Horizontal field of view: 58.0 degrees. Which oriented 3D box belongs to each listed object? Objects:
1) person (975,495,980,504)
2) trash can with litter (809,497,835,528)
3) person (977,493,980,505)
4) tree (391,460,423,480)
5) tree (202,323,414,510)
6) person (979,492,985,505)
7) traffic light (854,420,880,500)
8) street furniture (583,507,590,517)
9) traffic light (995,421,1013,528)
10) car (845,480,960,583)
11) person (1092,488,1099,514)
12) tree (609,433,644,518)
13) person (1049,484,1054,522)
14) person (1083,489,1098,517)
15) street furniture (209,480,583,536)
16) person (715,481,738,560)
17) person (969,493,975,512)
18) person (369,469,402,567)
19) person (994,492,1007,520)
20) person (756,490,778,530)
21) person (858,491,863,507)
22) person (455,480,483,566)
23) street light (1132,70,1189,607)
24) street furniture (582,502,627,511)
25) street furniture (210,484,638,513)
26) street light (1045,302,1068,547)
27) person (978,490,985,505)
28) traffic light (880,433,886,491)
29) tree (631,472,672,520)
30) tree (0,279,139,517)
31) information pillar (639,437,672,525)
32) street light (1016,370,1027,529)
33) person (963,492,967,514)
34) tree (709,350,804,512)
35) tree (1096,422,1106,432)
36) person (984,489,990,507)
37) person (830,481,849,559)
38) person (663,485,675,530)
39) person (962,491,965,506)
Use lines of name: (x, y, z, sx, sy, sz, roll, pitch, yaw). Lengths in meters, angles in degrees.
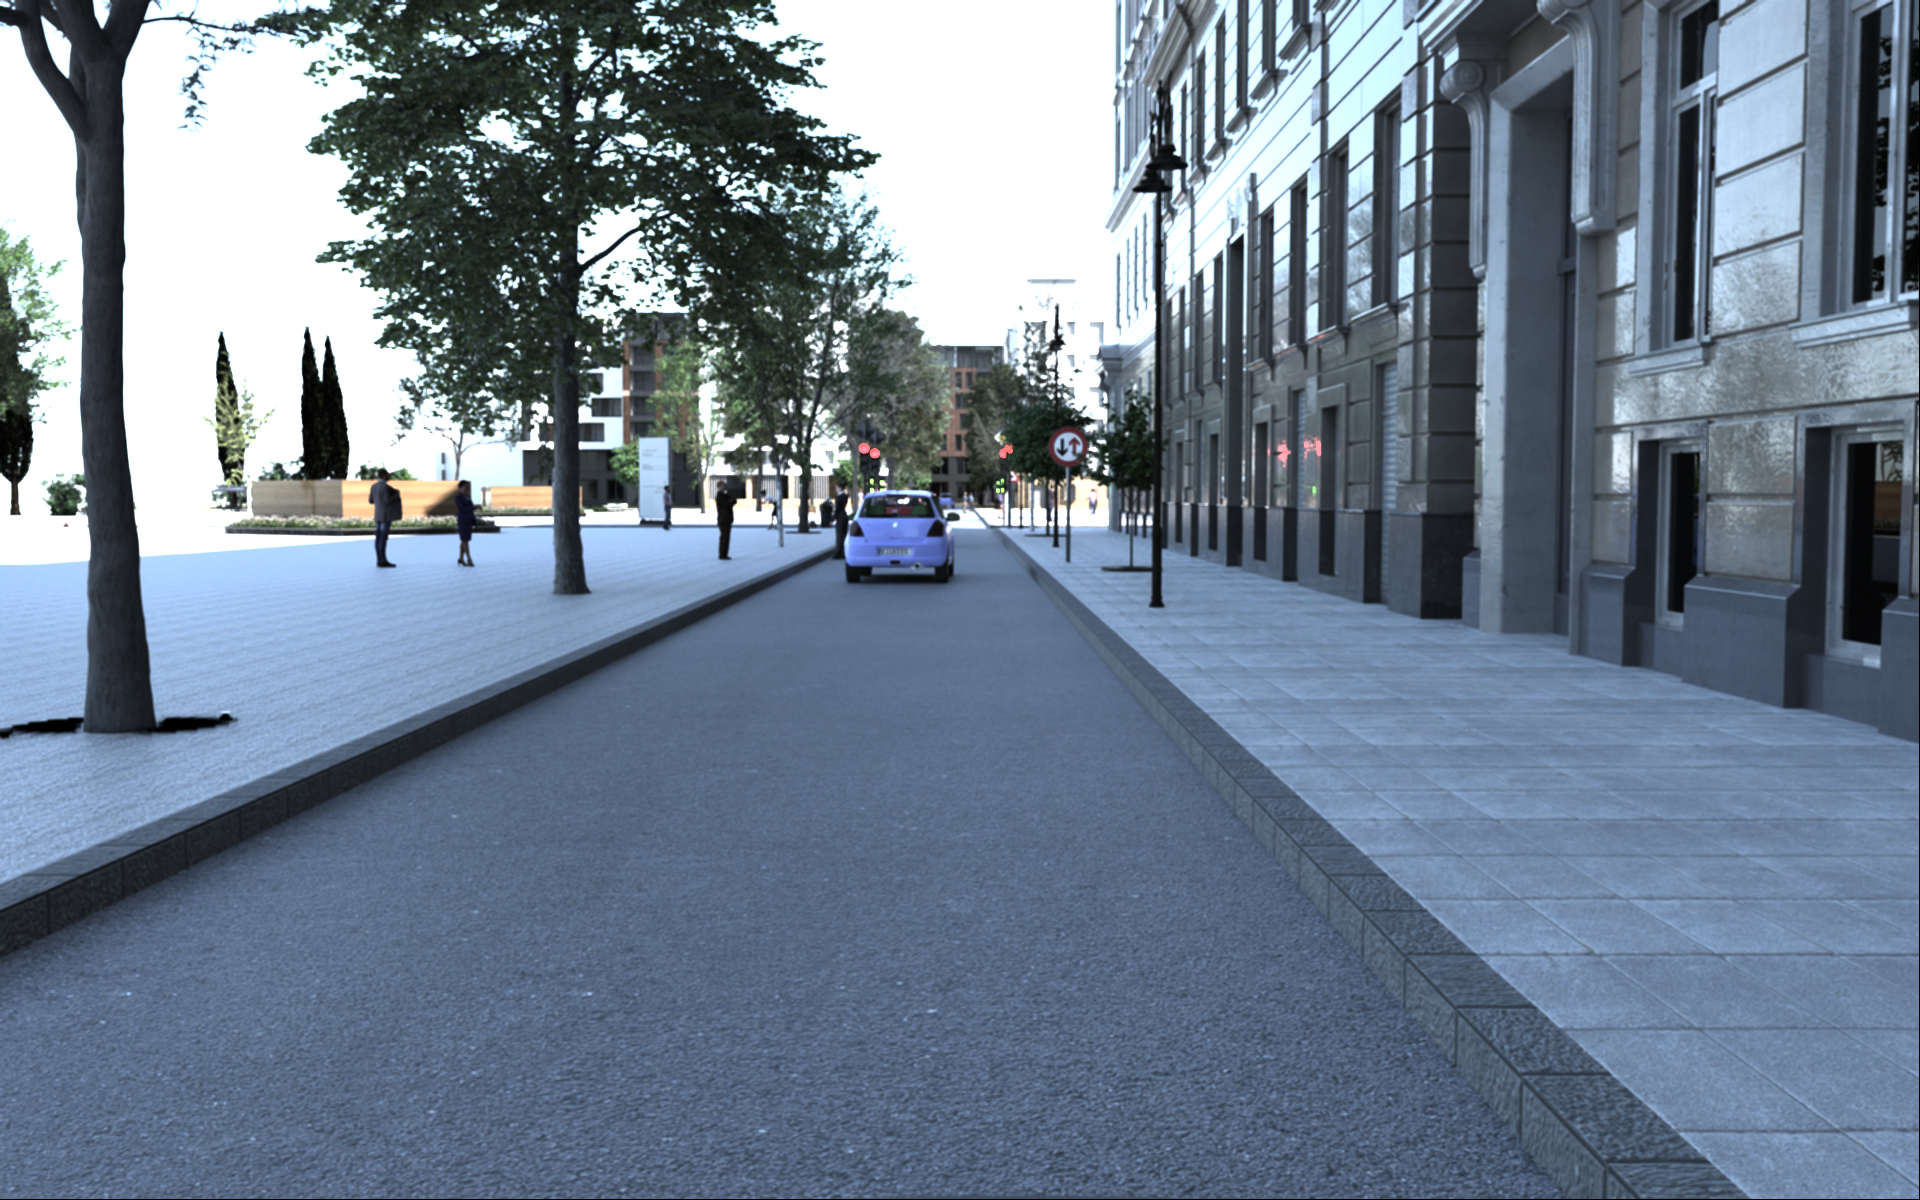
person: (2.398, -12.861, 216.400, 0.705, 1.814, 1.350, 3, 4, 38)
trash can with litter: (-5.268, -3.301, 65.361, 1.055, 1.170, 0.624, -1, 4, -14)
person: (2.343, -12.473, 210.888, 0.541, 1.710, 0.530, 1, 4, 11)
tree: (-31.590, -6.349, 98.408, 1.663, 3.219, 1.824, 0, 3, 0)
tree: (-54.155, -14.613, 140.744, 18.604, 14.587, 13.155, 0, 4, 4)
person: (2.771, -12.429, 209.264, 0.705, 1.824, 1.348, -3, 5, -44)
traffic light: (-3.533, -4.608, 64.590, 0.839, 4.213, 0.868, 0, 3, 0)
street furniture: (-25.903, -5.638, 99.030, 9.812, 1.723, 11.010, -1, 4, -22)
traffic light: (1.828, -4.609, 64.605, 0.839, 4.213, 0.868, 0, 3, 0)
car: (-0.977, -1.210, 29.368, 1.945, 1.707, 3.694, 0, 4, 2)
person: (8.677, -6.326, 110.947, 0.415, 1.643, 0.593, 1, 4, 14)
tree: (-17.325, -6.731, 93.765, 4.285, 4.588, 4.351, 0, 3, 0)
person: (4.251, -4.452, 79.650, 0.431, 1.722, 0.655, -1, 4, -18)
person: (7.296, -5.356, 95.575, 0.963, 1.587, 0.435, -2, 4, -31)
street furniture: (-19.716, -2.976, 55.519, 11.010, 1.723, 9.812, 2, 4, 34)
person: (-4.592, -1.574, 34.047, 0.388, 1.546, 0.482, 1, 4, 13)
person: (0.927, -7.868, 139.360, 0.499, 1.552, 0.429, -1, 4, -16)
person: (-10.086, -1.443, 30.462, 0.431, 1.722, 0.655, -3, 5, -43)
person: (2.057, -4.745, 86.859, 0.697, 1.427, 0.421, 3, 5, 41)
person: (-6.879, -3.260, 62.525, 0.628, 1.438, 0.799, 2, 4, 34)
person: (-8.335, -8.364, 144.860, 0.516, 1.574, 0.319, -1, 4, -8)
person: (-8.667, -1.364, 30.717, 0.546, 1.535, 0.453, 0, 4, 1)
street light: (2.234, -2.857, 19.499, 0.468, 5.910, 1.993, 0, 3, 0)
street furniture: (-30.961, -7.464, 137.657, 10.072, 0.657, 5.734, 3, 5, 42)
street furniture: (-37.337, -7.165, 122.178, 27.439, 1.986, 14.083, 1, 4, 11)
street light: (2.326, -4.221, 41.799, 0.468, 5.910, 1.993, 0, 3, 0)
person: (2.472, -12.062, 203.398, 0.705, 1.807, 1.348, 2, 4, 34)
traffic light: (-3.532, -5.097, 72.575, 0.839, 4.213, 0.868, 0, 3, 0)
tree: (-14.151, -5.127, 78.431, 1.663, 3.219, 1.824, 0, 3, 0)
tree: (-56.101, -11.920, 96.713, 13.155, 14.587, 18.604, 1, 4, 21)
information pillar: (-12.685, -4.938, 72.056, 1.656, 3.620, 0.184, 2, 4, 32)
street light: (2.267, -5.585, 64.099, 0.468, 5.910, 1.993, 0, 3, 0)
person: (0.383, -7.098, 126.614, 0.319, 1.574, 0.516, 0, 4, 0)
tree: (-14.211, -12.279, 122.812, 6.751, 12.117, 7.091, 0, 3, 0)
tree: (15.358, -12.653, 141.285, 8.767, 10.594, 7.601, 0, 4, 2)
person: (2.609, -9.993, 170.089, 0.621, 1.740, 0.551, 0, 4, 5)
person: (-2.640, -1.775, 38.326, 0.445, 1.727, 0.742, 0, 3, 0)
person: (-10.335, -3.260, 61.307, 0.435, 1.587, 0.963, 0, 4, -4)
person: (0.421, -12.113, 206.571, 0.705, 1.821, 1.348, 0, 4, 3)
